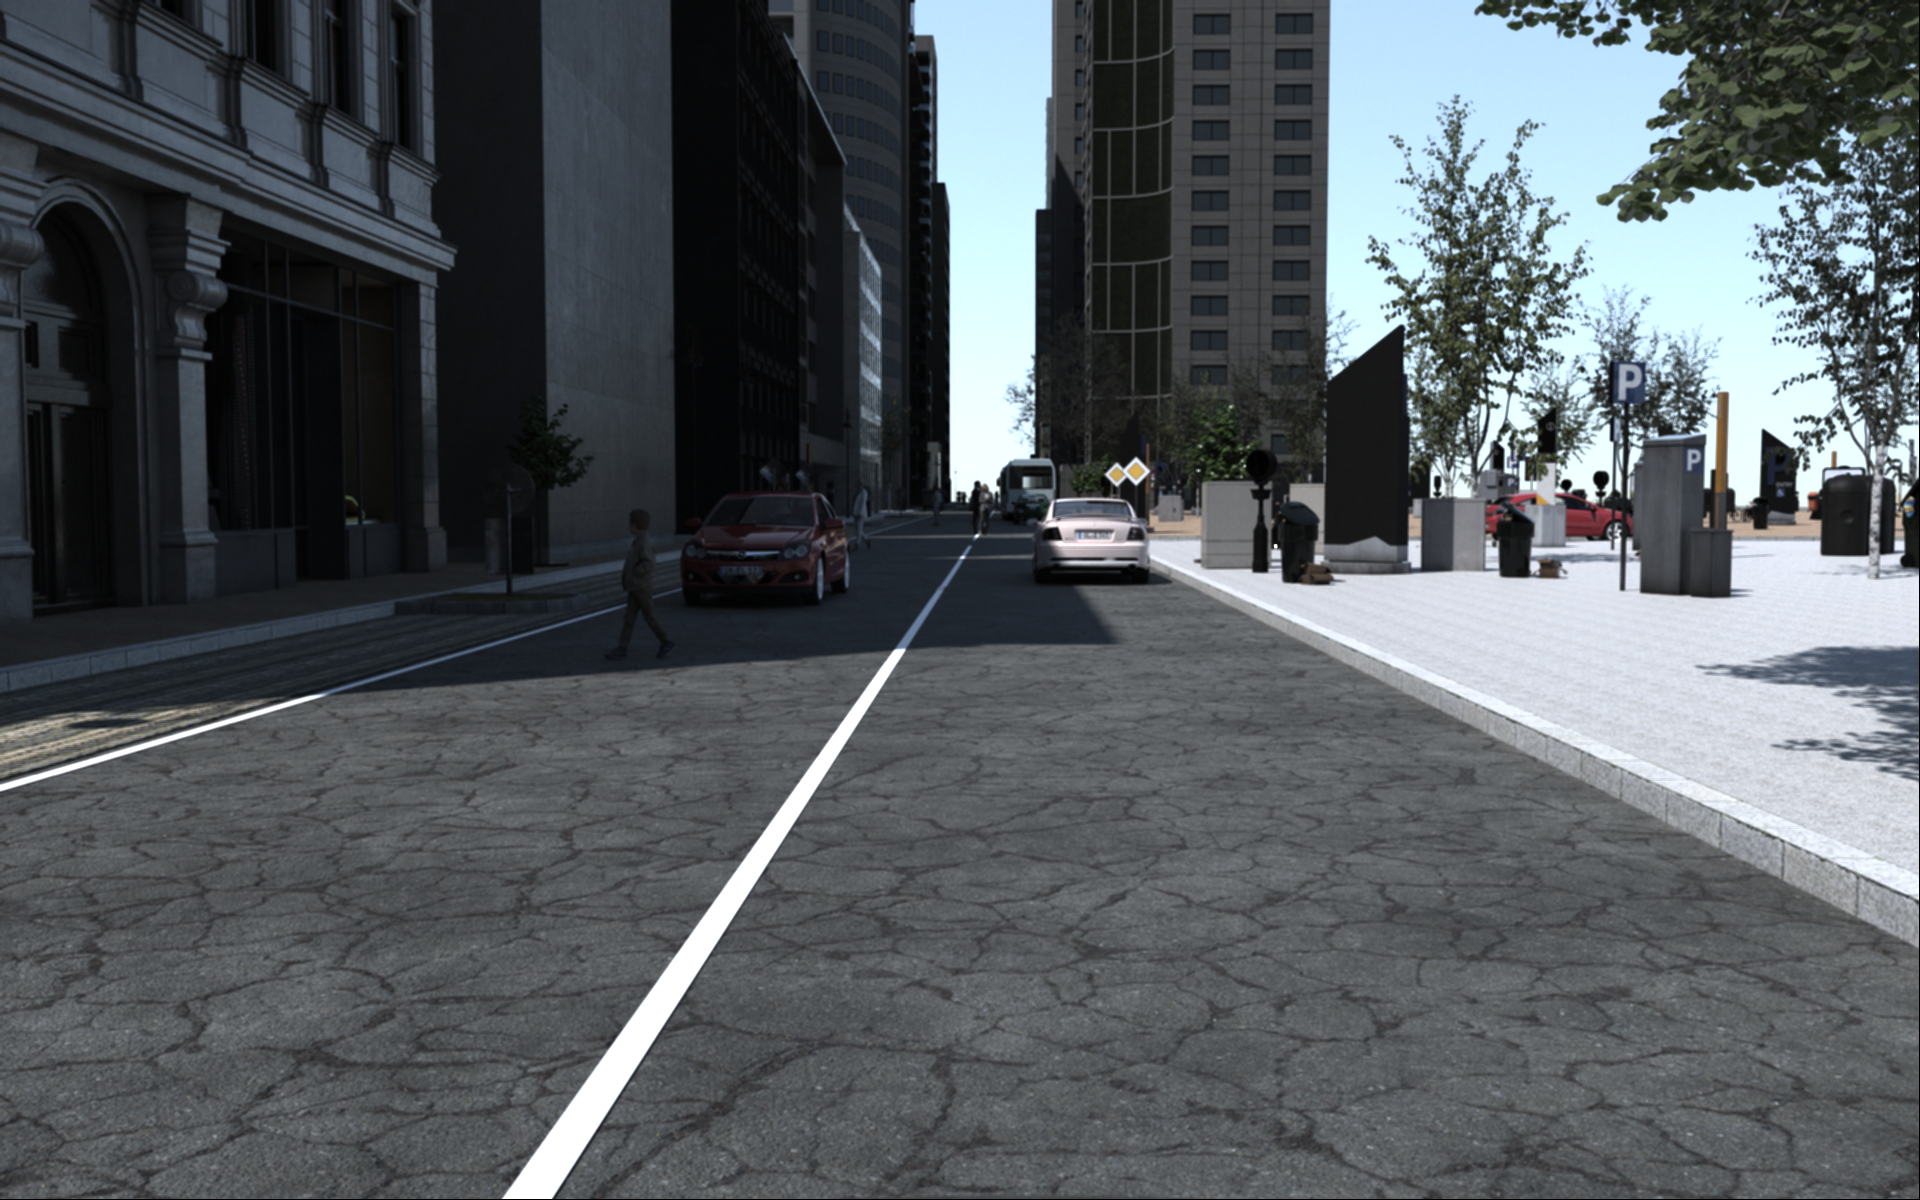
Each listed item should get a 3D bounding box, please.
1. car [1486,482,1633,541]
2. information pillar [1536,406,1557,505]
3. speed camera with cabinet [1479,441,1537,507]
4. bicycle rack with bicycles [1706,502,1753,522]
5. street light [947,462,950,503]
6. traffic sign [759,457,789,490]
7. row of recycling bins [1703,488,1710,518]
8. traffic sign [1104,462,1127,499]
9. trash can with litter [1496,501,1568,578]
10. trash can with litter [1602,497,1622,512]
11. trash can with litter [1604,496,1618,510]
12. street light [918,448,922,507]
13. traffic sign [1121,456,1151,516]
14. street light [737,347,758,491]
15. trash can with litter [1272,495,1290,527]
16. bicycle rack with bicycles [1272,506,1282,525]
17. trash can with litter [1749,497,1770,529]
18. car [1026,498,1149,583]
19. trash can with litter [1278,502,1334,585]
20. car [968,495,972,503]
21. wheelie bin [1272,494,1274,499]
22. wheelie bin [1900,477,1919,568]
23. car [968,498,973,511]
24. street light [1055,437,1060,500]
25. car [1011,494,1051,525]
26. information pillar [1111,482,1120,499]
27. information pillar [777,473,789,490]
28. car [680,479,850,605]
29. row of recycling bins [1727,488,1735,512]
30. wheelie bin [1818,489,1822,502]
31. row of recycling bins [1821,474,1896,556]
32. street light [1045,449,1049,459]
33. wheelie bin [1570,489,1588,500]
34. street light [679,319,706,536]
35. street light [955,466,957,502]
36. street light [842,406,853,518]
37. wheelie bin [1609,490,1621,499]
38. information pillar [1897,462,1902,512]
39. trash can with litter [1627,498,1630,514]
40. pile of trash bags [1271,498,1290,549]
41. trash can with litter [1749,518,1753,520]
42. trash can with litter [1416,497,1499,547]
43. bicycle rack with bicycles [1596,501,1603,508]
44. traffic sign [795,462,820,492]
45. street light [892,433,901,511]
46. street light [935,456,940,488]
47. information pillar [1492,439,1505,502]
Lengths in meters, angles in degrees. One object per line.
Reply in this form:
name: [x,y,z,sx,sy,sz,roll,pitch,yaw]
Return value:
car: [17.522,-2.533,50.452,4.494,1.783,2.155,0,4,1]
information pillar: [15.569,-3.339,45.943,0.504,3.616,0.183,2,4,27]
speed camera with cabinet: [20.666,-4.338,65.269,2.038,3.252,0.660,0,4,6]
bicycle rack with bicycles: [36.214,-4.076,80.027,2.925,0.926,2.852,-2,4,-30]
street light: [-1.669,-17.049,251.537,0.468,5.910,1.993,0,4,1]
traffic sign: [-4.995,-2.622,46.516,0.795,2.450,0.064,0,4,1]
row of recycling bins: [38.005,-5.229,92.606,3.534,1.692,1.069,1,4,14]
traffic sign: [4.904,-3.094,54.226,0.795,2.450,0.064,0,4,1]
trash can with litter: [8.809,-0.935,26.675,1.055,1.170,0.624,2,4,27]
trash can with litter: [26.699,-3.631,70.758,0.624,1.170,1.055,3,5,40]
trash can with litter: [21.740,-2.790,56.666,2.233,1.210,1.678,2,4,26]
street light: [-3.856,-11.969,168.479,0.468,5.910,1.993,0,4,1]
traffic sign: [4.695,-2.606,46.243,0.795,2.450,0.064,0,4,1]
street light: [-6.706,-5.016,54.798,0.468,5.910,1.993,0,4,1]
trash can with litter: [11.636,-3.455,67.550,2.233,1.210,1.678,0,4,-3]
bicycle rack with bicycles: [12.244,-3.591,72.093,2.925,0.926,2.852,0,4,6]
trash can with litter: [29.159,-3.165,63.135,0.624,1.170,1.055,2,4,30]
car: [2.171,-1.039,29.344,2.083,1.381,4.827,0,4,2]
trash can with litter: [5.022,-0.825,24.874,0.624,1.170,1.055,-1,4,-20]
car: [2.079,-12.668,219.122,2.014,1.417,4.499,0,4,2]
wheelie bin: [21.503,-6.896,120.652,0.693,1.594,0.980,1,4,15]
wheelie bin: [16.833,-1.355,30.059,0.980,1.594,0.693,-2,4,-29]
car: [1.655,-8.223,144.673,2.015,1.641,3.980,0,4,0]
street light: [7.374,-9.734,131.930,0.468,5.910,1.993,0,4,1]
car: [3.471,-4.323,82.471,2.131,1.459,4.920,0,4,2]
information pillar: [5.626,-3.554,62.592,0.304,2.012,0.304,0,4,7]
information pillar: [-6.281,-3.492,61.581,0.304,2.012,0.304,3,5,45]
car: [-2.600,-0.899,23.741,2.155,1.783,4.494,0,4,3]
row of recycling bins: [53.291,-7.067,122.664,1.069,1.692,3.534,-2,4,-27]
wheelie bin: [55.731,-6.348,111.691,0.693,1.594,0.980,-2,4,-31]
row of recycling bins: [19.332,-1.837,37.141,1.069,1.692,3.534,3,5,39]
street light: [8.439,-11.984,168.730,0.468,5.910,1.993,0,4,1]
wheelie bin: [42.625,-6.792,118.951,0.980,1.594,0.693,0,4,-2]
street light: [-7.050,-4.467,45.815,0.468,5.910,1.993,0,4,1]
street light: [-0.731,-19.293,288.231,0.468,5.910,1.993,0,4,1]
street light: [-5.934,-7.261,91.497,0.468,5.910,1.993,0,4,1]
wheelie bin: [46.026,-6.957,121.651,0.693,1.594,0.980,3,5,45]
information pillar: [67.662,-8.153,124.657,0.183,3.616,0.504,3,5,44]
trash can with litter: [25.096,-3.216,63.966,1.055,1.170,0.624,-3,5,-41]
pile of trash bags: [7.534,-1.843,39.888,3.447,1.369,1.912,0,4,3]
trash can with litter: [40.496,-4.683,87.622,2.233,1.210,1.678,-2,4,-26]
trash can with litter: [12.287,-1.893,42.007,2.233,1.210,1.678,1,4,21]
bicycle rack with bicycles: [46.017,-6.883,125.925,2.852,0.926,2.925,2,4,26]
traffic sign: [-4.786,-3.110,54.499,0.795,2.450,0.064,0,4,1]
street light: [-4.736,-9.700,131.389,0.468,5.910,1.993,0,4,1]
street light: [-2.670,-14.780,214.445,0.468,5.910,1.993,0,4,1]
information pillar: [22.958,-5.050,73.920,0.504,3.616,0.183,2,4,34]
